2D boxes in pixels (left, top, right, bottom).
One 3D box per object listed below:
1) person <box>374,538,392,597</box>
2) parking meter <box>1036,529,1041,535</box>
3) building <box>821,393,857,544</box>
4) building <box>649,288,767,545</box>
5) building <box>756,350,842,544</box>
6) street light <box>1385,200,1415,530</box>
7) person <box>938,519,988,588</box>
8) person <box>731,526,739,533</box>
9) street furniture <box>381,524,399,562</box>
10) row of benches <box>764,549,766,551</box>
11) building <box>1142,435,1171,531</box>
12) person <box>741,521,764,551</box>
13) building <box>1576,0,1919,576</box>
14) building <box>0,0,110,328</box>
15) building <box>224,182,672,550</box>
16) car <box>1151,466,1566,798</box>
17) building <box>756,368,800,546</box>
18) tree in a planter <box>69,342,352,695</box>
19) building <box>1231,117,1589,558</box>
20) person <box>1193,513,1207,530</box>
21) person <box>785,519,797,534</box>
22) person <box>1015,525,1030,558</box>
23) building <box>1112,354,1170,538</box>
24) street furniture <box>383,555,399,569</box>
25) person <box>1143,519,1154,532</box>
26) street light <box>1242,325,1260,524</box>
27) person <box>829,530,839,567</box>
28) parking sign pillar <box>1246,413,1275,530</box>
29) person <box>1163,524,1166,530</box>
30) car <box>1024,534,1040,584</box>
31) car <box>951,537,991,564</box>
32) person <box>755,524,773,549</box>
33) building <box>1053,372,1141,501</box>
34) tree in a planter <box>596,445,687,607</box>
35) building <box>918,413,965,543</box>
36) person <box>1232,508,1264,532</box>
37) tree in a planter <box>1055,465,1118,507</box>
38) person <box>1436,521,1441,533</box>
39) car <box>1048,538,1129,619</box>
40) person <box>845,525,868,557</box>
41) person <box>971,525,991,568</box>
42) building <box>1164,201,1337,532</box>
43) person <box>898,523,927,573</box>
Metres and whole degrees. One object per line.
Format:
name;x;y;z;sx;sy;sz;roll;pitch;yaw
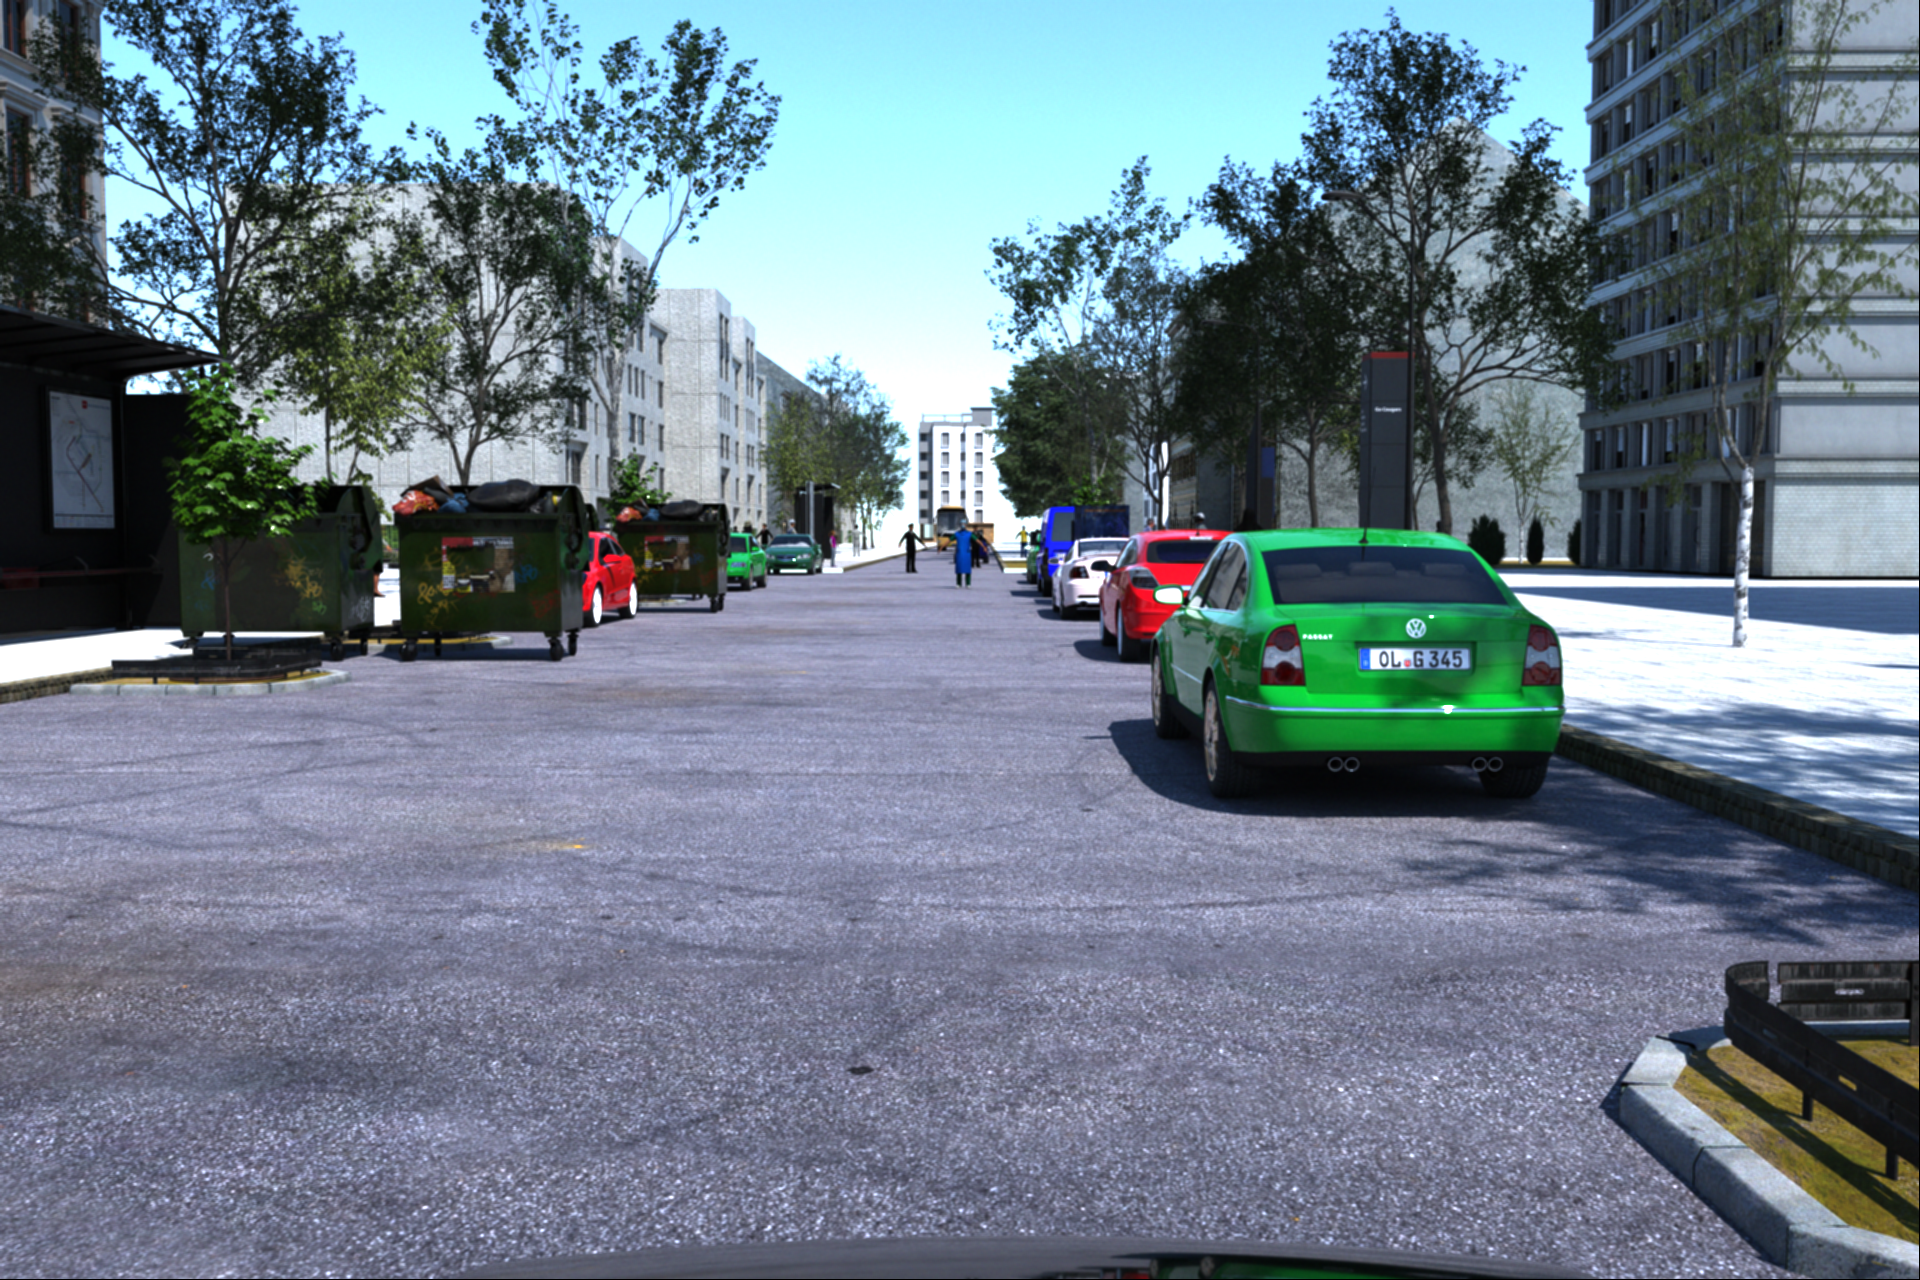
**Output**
person;-11.826;-1.738;35.254;0.721;1.735;1.217;-3;4;-37
parking meter;3.846;-4.618;83.909;0.372;1.533;0.369;0;3;0
building;-23.550;-22.446;233.454;16.747;18.905;31.486;0;4;1
building;-25.826;-16.752;140.345;16.747;18.905;31.486;0;3;0
building;-24.373;-23.061;207.980;19.493;23.208;18.063;0;4;1
street light;6.666;-3.121;23.567;1.470;5.913;1.316;0;4;1
person;0.085;-2.272;45.730;1.347;1.817;0.704;1;4;10
person;-13.273;-5.845;102.279;1.216;1.740;0.721;-1;4;-15
street furniture;-27.148;-4.360;78.138;9.812;1.723;11.010;-1;4;-12
row of benches;-7.950;-3.523;73.062;1.422;0.672;4.104;1;4;13
building;20.918;-12.336;143.840;9.099;9.664;28.070;0;4;1
person;-6.689;-2.850;54.833;0.705;1.856;1.354;-3;5;-42
building;26.702;-12.744;55.037;8.464;21.280;15.925;0;4;1
building;-31.344;-12.685;43.556;11.583;22.565;21.152;0;3;0
building;-28.443;-14.483;103.252;16.747;18.905;31.486;0;4;1
car;2.247;-0.121;10.770;1.959;1.807;4.718;0;3;0
building;-27.707;-21.904;189.062;19.493;23.208;18.063;0;4;1
tree in a planter;-6.919;-1.166;16.281;1.991;3.239;1.994;0;4;2
building;26.397;-16.483;100.432;19.493;23.208;18.063;0;4;1
person;6.344;-2.459;46.036;0.704;1.849;1.345;2;4;30
person;-6.471;-3.742;67.046;0.705;1.847;1.347;-3;4;-37
person;3.484;-5.313;93.335;1.216;1.772;0.721;2;4;31
building;26.561;-21.932;189.516;19.493;23.208;18.063;0;4;1
street furniture;-17.264;-3.508;64.212;11.010;1.723;9.812;2;4;32
person;5.256;-2.497;47.800;0.436;1.711;0.756;0;4;-1
street light;6.993;-3.976;37.554;1.470;5.913;1.316;0;4;1
person;-4.862;-3.544;67.205;0.599;1.433;0.991;1;4;9
parking sign pillar;6.777;-3.105;39.245;1.447;3.967;1.447;0;4;1
person;11.598;-5.651;98.360;1.349;1.833;0.705;-2;4;-32
car;2.879;-2.564;50.724;1.959;1.807;4.718;0;4;0
car;0.550;-4.458;85.475;1.945;1.354;3.894;0;3;0
person;-9.939;-4.998;87.904;1.347;1.806;0.705;2;4;35
building;25.347;-23.845;233.837;27.936;21.610;32.646;0;4;1
tree in a planter;-6.610;-2.310;34.987;1.991;3.239;1.994;0;4;1
building;-5.896;-24.580;260.753;11.380;20.090;16.016;0;4;-4
person;5.042;-1.447;30.437;1.214;1.737;0.721;0;4;-6
tree in a planter;3.265;-2.916;44.894;1.991;3.239;1.994;0;4;1
person;19.300;-3.898;69.862;0.705;1.813;1.348;-1;4;-9
car;2.619;-1.107;30.469;2.083;1.381;4.827;0;4;0
person;-5.839;-5.603;97.787;1.347;1.806;0.705;-1;4;-8
person;0.676;-4.012;73.988;1.347;1.837;0.705;-2;4;-27
building;24.693;-17.664;119.730;19.493;23.208;18.063;0;4;1
person;-1.797;-3.410;64.140;1.347;1.837;0.705;-3;5;-41
